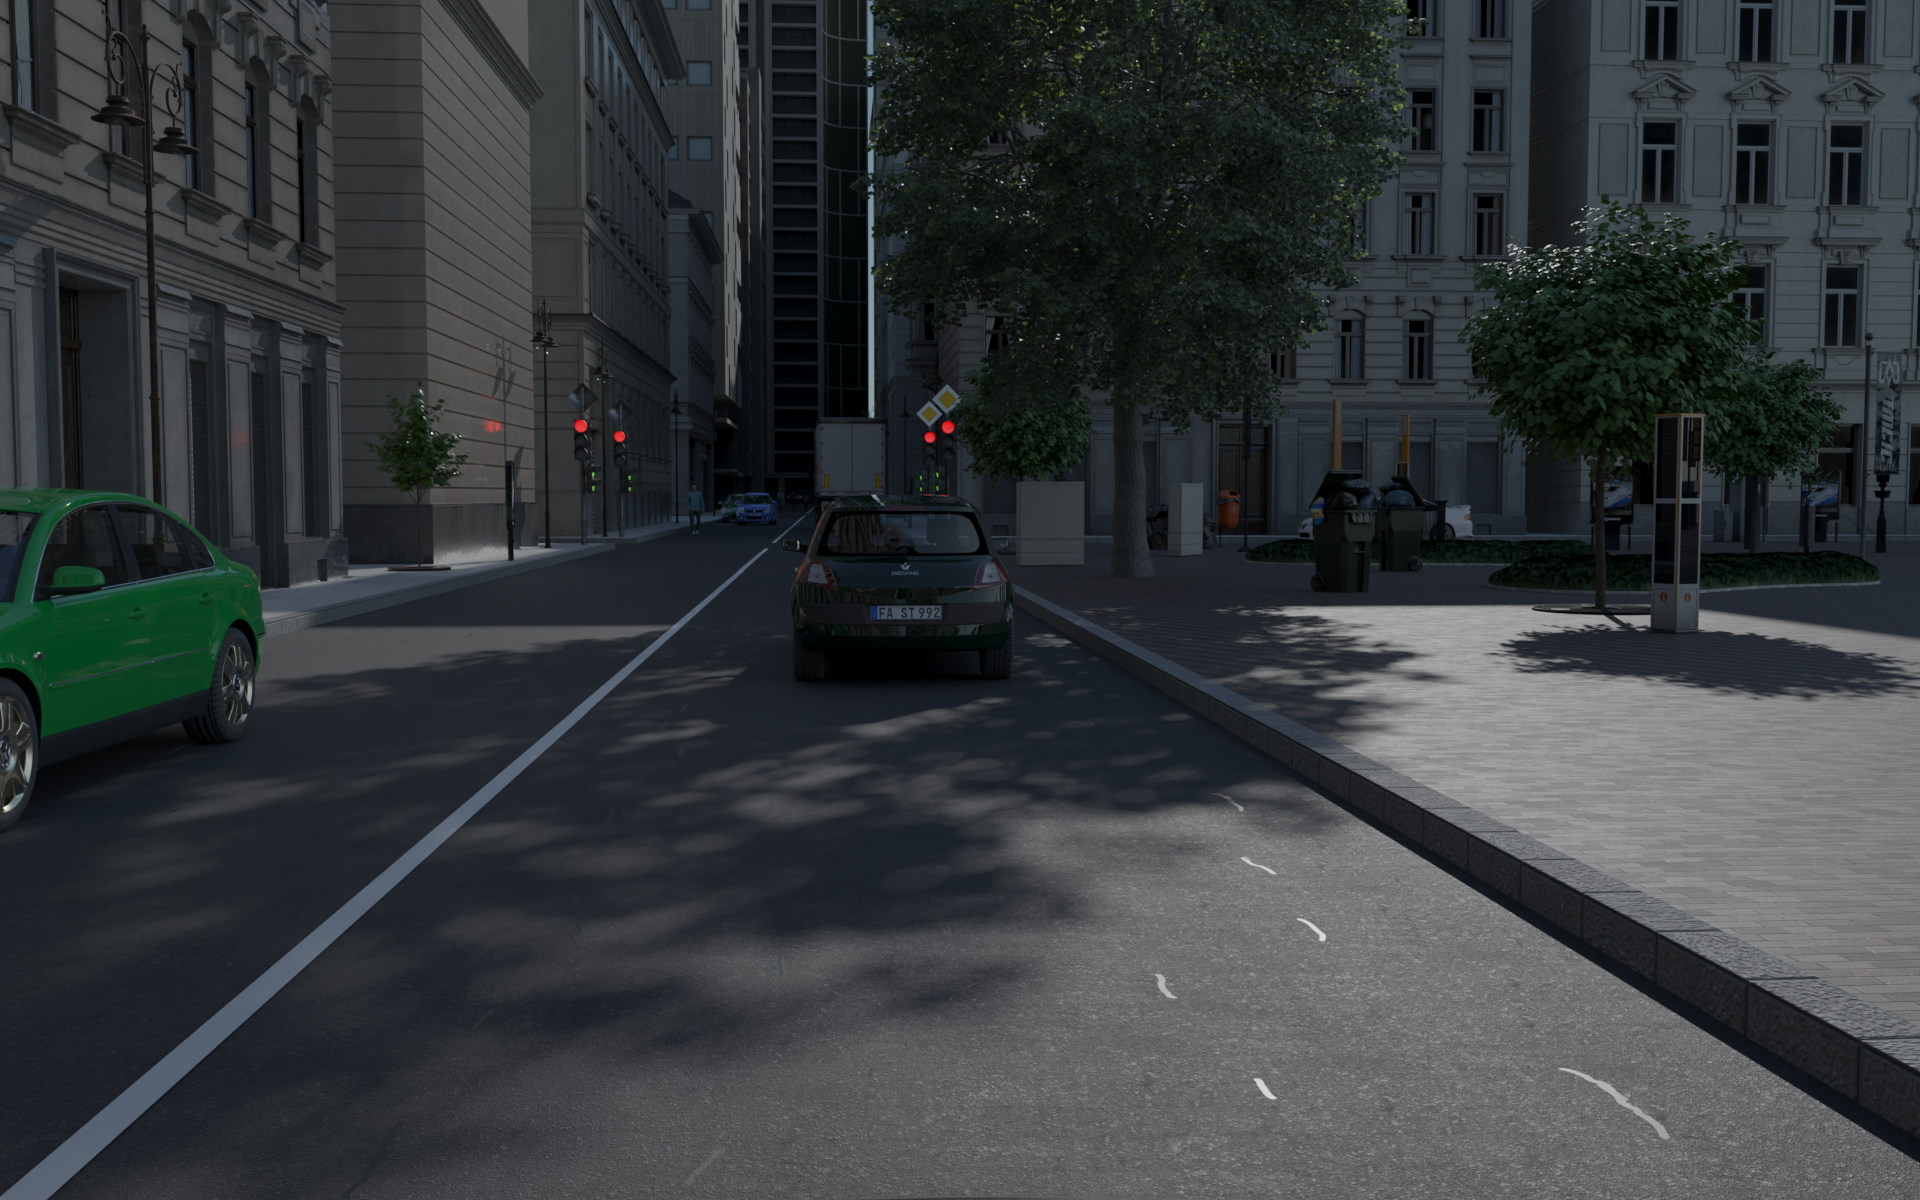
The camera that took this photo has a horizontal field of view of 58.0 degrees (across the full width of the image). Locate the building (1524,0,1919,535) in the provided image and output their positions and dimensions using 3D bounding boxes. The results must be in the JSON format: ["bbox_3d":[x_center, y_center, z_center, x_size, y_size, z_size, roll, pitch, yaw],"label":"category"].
[{"bbox_3d":[40.047,-17.490,62.383,44.131,29.872,17.030,0,4,-4],"label":"building"}]

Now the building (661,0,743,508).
[{"bbox_3d":[-31.585,-33.583,138.318,28.713,52.752,27.495,0,4,-4],"label":"building"}]

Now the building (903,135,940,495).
[{"bbox_3d":[4.633,-15.997,80.630,14.460,24.649,34.723,0,4,-4],"label":"building"}]

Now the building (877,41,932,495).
[{"bbox_3d":[0.626,-20.488,112.469,11.434,29.767,29.804,0,4,-4],"label":"building"}]

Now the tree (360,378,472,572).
[{"bbox_3d":[-9.032,-2.102,28.966,1.663,3.219,1.824,0,3,0],"label":"tree"}]

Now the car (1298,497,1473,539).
[{"bbox_3d":[11.865,-2.206,48.429,4.827,1.381,2.083,0,4,-6],"label":"car"}]

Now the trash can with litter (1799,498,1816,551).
[{"bbox_3d":[15.527,-1.248,31.457,1.678,1.210,2.233,2,4,29],"label":"trash can with litter"}]

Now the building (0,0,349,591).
[{"bbox_3d":[-13.383,-10.248,16.700,9.793,20.994,18.267,0,4,-4],"label":"building"}]

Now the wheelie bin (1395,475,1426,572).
[{"bbox_3d":[7.318,-1.279,28.827,0.693,1.594,0.980,0,4,-7],"label":"wheelie bin"}]

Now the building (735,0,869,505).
[{"bbox_3d":[-21.834,-47.709,218.286,20.611,71.187,20.563,0,4,-4],"label":"building"}]

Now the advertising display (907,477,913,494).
[{"bbox_3d":[-1.874,-3.647,64.850,0.123,1.923,0.974,-1,4,-9],"label":"advertising display"}]

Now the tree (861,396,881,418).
[{"bbox_3d":[-5.590,-11.044,130.936,4.360,8.622,3.978,0,3,0],"label":"tree"}]

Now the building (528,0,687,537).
[{"bbox_3d":[-19.596,-14.194,65.364,16.112,22.955,30.059,0,4,-4],"label":"building"}]

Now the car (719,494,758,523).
[{"bbox_3d":[-11.009,-4.600,87.013,2.131,1.459,4.920,0,4,-5],"label":"car"}]

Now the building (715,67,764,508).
[{"bbox_3d":[-25.639,-29.182,160.715,14.154,41.232,14.086,0,4,-4],"label":"building"}]

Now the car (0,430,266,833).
[{"bbox_3d":[-4.979,0.012,8.608,1.959,1.807,4.718,0,4,-3],"label":"car"}]

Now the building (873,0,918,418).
[{"bbox_3d":[-0.075,-27.996,141.326,14.154,41.232,14.086,0,4,-4],"label":"building"}]

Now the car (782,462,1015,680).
[{"bbox_3d":[-0.531,-0.304,14.752,2.009,1.686,4.222,0,4,-4],"label":"car"}]

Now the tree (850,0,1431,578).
[{"bbox_3d":[2.659,-7.322,26.378,9.857,13.997,8.962,0,3,0],"label":"tree"}]

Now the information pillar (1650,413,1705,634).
[{"bbox_3d":[6.604,-0.701,15.954,0.304,2.012,0.304,-2,4,-25],"label":"information pillar"}]

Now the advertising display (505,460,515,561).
[{"bbox_3d":[-8.706,-1.733,33.552,0.123,1.923,0.974,-1,4,-12],"label":"advertising display"}]

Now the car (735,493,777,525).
[{"bbox_3d":[-9.448,-4.347,80.658,1.945,1.707,3.694,0,4,-3],"label":"car"}]

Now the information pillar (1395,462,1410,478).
[{"bbox_3d":[10.050,-2.134,39.389,0.304,2.012,0.304,1,4,17],"label":"information pillar"}]

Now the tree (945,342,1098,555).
[{"bbox_3d":[1.334,-3.271,37.195,4.285,4.588,4.351,0,3,0],"label":"tree"}]

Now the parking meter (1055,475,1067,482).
[{"bbox_3d":[3.028,-2.827,51.932,0.255,1.863,0.399,2,4,28],"label":"parking meter"}]

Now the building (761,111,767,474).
[{"bbox_3d":[-36.688,-34.826,189.021,30.456,49.044,23.786,0,4,-4],"label":"building"}]

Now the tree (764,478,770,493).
[{"bbox_3d":[-19.567,-10.881,172.503,1.663,3.219,1.824,0,3,0],"label":"tree"}]

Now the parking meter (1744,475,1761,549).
[{"bbox_3d":[18.458,-2.117,40.329,0.255,1.863,0.399,3,5,42],"label":"parking meter"}]

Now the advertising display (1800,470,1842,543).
[{"bbox_3d":[22.854,-2.495,46.011,0.974,1.923,0.123,3,5,44],"label":"advertising display"}]

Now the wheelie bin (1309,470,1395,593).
[{"bbox_3d":[5.077,-0.910,22.785,0.980,1.594,0.693,-2,4,-35],"label":"wheelie bin"}]

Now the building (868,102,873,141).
[{"bbox_3d":[2.221,-38.925,225.669,27.495,52.752,28.713,0,4,-4],"label":"building"}]

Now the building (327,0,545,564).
[{"bbox_3d":[-22.146,-14.584,35.719,25.104,27.353,12.463,0,4,-4],"label":"building"}]

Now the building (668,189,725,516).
[{"bbox_3d":[-20.173,-15.294,100.970,10.553,20.767,40.483,0,4,-4],"label":"building"}]

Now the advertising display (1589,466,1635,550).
[{"bbox_3d":[14.866,-2.097,39.502,0.974,1.923,0.123,0,4,0],"label":"advertising display"}]

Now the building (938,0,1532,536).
[{"bbox_3d":[8.414,-12.735,57.376,18.267,20.994,9.793,0,4,-4],"label":"building"}]
